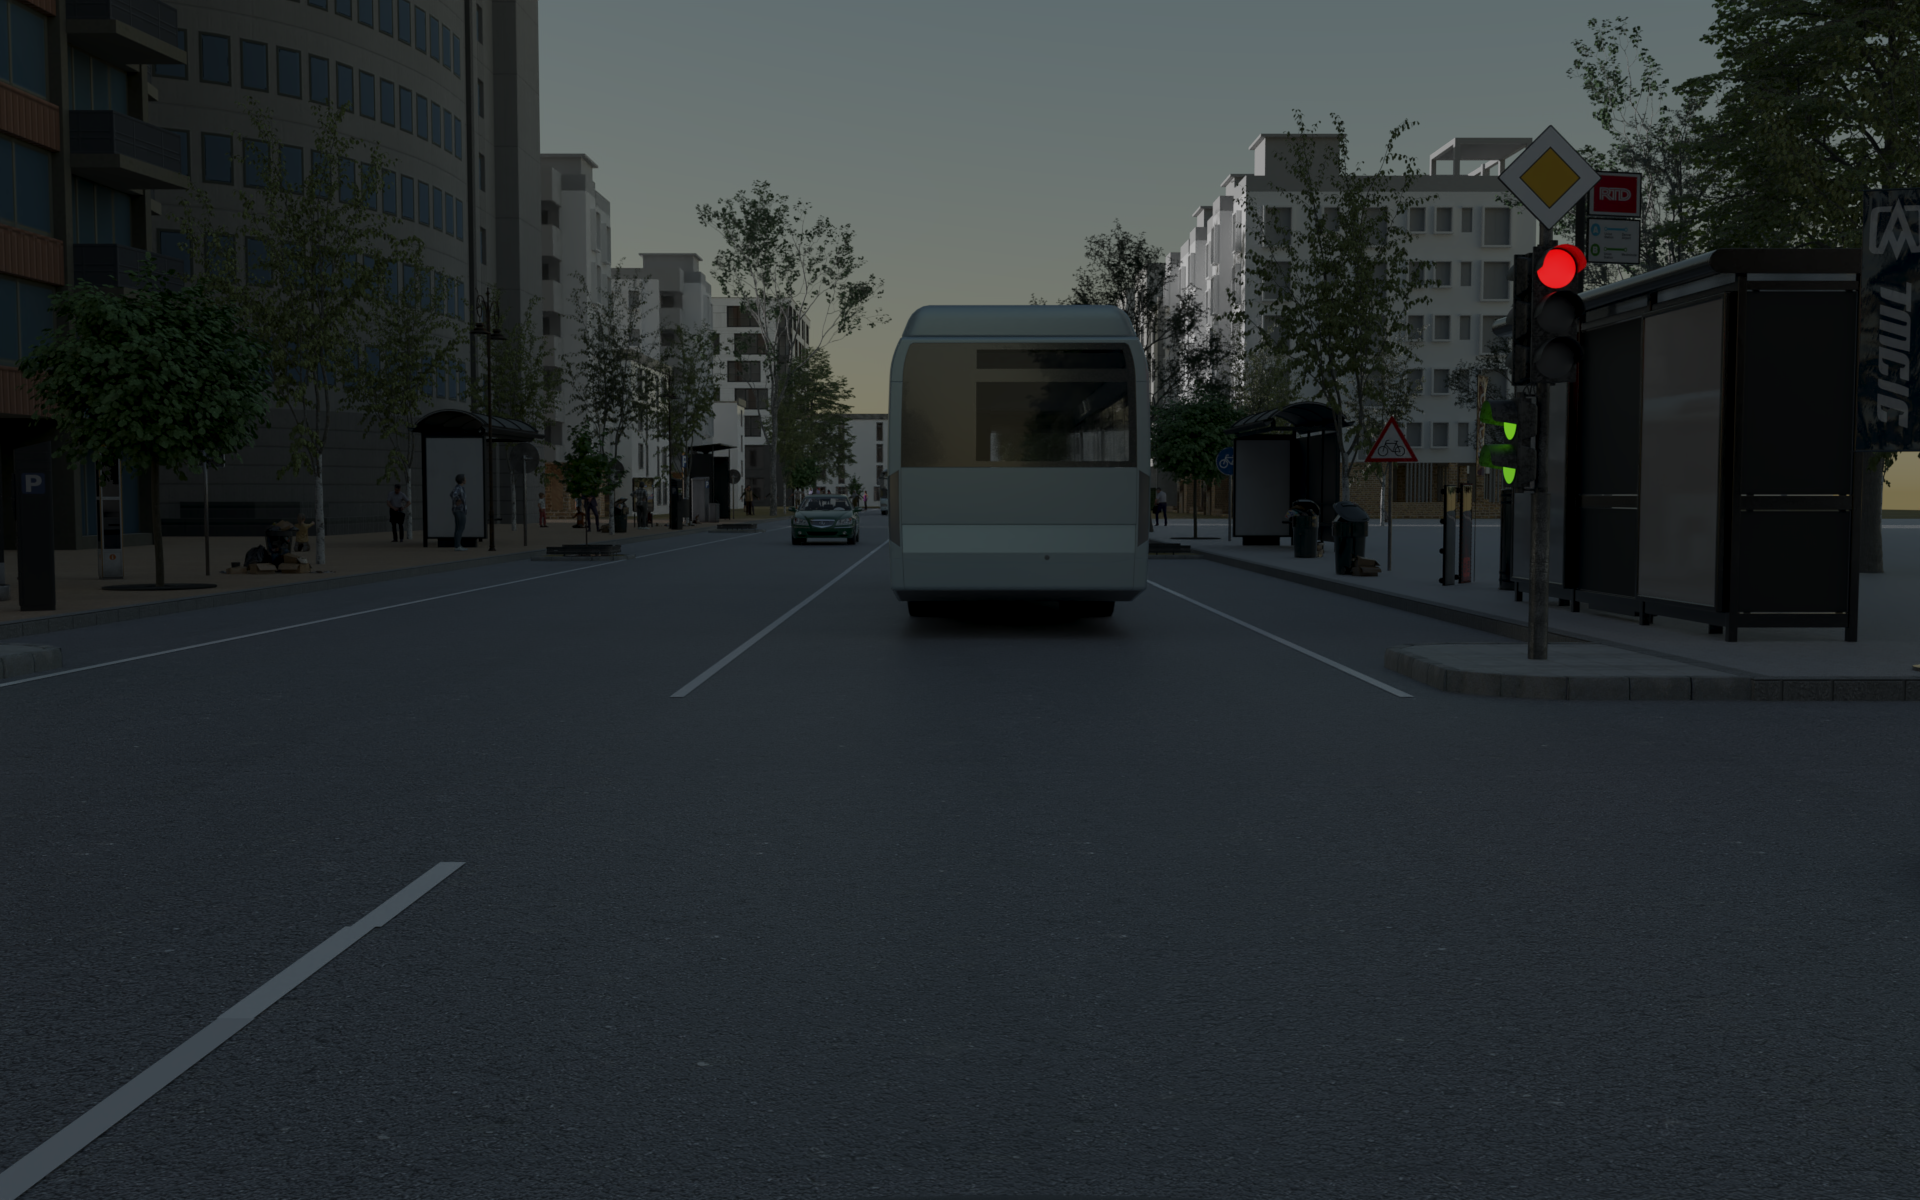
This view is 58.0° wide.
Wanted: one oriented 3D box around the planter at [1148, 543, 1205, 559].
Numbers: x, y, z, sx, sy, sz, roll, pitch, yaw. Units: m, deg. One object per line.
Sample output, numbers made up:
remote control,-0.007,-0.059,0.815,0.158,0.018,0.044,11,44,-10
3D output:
planter,4.398,-1.098,39.096,1.991,0.319,1.994,0,4,0

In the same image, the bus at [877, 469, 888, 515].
bus,-4.305,-7.766,121.835,2.948,3.499,13.247,0,4,-2

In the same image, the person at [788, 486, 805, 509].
person,-11.495,-7.126,122.557,1.348,1.824,0.705,-2,4,-25

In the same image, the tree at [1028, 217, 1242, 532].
tree,6.161,-7.585,58.434,7.601,10.594,8.767,3,5,44

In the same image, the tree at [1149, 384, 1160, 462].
tree,7.377,-11.230,100.619,9.611,12.733,9.660,0,3,0

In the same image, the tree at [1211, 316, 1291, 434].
tree,11.700,-7.339,70.363,4.360,8.622,3.978,0,3,0

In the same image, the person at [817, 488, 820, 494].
person,-12.276,-8.676,147.769,0.599,1.838,0.709,3,4,36

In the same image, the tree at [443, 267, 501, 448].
tree,-15.921,-6.035,49.039,4.737,8.622,4.395,0,3,0

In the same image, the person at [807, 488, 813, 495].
person,-13.504,-9.179,155.981,0.599,1.838,0.709,-3,5,-40

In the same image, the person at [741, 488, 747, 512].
person,-15.163,-7.110,123.081,0.721,1.735,1.217,2,4,32

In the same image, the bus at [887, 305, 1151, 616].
bus,0.620,-1.751,23.487,2.948,3.499,13.247,0,4,0

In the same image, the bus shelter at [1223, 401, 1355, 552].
bus shelter,7.590,-2.853,40.570,2.014,3.302,5.546,0,4,0

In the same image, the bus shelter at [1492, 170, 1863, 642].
bus shelter,7.435,-2.537,19.116,2.179,5.291,8.768,0,4,0

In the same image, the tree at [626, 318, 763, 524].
tree,-11.599,-7.461,72.343,4.737,8.622,4.395,0,3,0

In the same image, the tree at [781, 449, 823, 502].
tree,-11.670,-8.775,127.181,4.285,4.588,4.351,0,3,0

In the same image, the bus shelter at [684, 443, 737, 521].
bus shelter,-11.890,-5.604,82.911,1.731,3.624,6.357,0,4,0

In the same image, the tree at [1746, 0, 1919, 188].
tree,11.537,-4.235,19.608,4.737,8.622,4.395,0,3,0

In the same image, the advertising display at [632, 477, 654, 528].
advertising display,-12.206,-3.763,66.734,0.123,1.923,0.974,3,5,40

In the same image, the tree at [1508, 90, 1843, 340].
tree,22.321,-8.777,53.868,12.009,13.543,11.850,0,3,0

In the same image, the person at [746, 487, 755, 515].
person,-12.855,-6.075,105.817,0.683,1.767,0.568,0,4,7

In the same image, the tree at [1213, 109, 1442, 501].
tree,7.164,-5.033,32.656,4.737,8.622,4.395,0,3,0

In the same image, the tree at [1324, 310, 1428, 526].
tree,16.952,-7.297,69.660,4.360,8.622,3.978,0,3,0

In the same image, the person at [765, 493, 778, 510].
person,-15.507,-8.373,142.956,1.348,1.821,0.705,2,4,29

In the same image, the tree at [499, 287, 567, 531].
tree,-15.522,-6.704,59.981,4.737,8.622,4.395,0,3,0

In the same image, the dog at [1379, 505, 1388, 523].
dog,19.132,-3.898,78.114,0.513,0.831,0.800,1,4,17

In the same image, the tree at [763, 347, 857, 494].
tree,-11.658,-13.181,133.641,7.486,12.596,7.792,0,3,0

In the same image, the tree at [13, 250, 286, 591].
tree,-10.957,-2.436,23.550,4.285,4.588,4.351,0,3,0

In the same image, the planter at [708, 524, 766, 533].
planter,-8.334,-2.686,65.062,1.991,0.319,1.994,0,4,0

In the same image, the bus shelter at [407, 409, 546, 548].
bus shelter,-12.149,-3.062,43.983,2.014,3.302,5.546,0,4,0

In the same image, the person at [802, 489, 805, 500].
person,-12.431,-8.040,138.288,0.721,1.735,1.217,0,4,4

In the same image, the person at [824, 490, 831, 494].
person,-10.837,-8.224,141.974,0.593,1.643,0.415,0,4,-2

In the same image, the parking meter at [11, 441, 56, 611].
parking meter,-10.194,-0.815,19.041,0.399,1.863,0.255,-2,4,-30

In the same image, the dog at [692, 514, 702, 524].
dog,-11.254,-3.455,74.225,0.550,0.427,0.748,0,4,4

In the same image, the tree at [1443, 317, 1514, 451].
tree,28.158,-9.172,84.380,8.767,10.594,7.601,-1,4,-13

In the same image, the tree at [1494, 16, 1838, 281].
tree,27.623,-13.120,70.402,12.611,20.169,13.585,0,3,0

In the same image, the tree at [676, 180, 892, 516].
tree,-10.458,-15.111,102.962,12.611,20.169,13.585,0,3,0

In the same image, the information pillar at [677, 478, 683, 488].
information pillar,-12.885,-4.584,79.435,0.304,2.012,0.304,1,4,9

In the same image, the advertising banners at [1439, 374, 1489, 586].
advertising banners,7.260,-1.754,24.862,0.090,3.025,2.074,2,4,33

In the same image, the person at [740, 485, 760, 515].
person,-12.646,-5.975,103.837,1.348,1.812,0.705,-3,4,-36

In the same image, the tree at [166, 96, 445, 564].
tree,-11.944,-4.956,31.400,4.737,8.622,4.395,0,3,0

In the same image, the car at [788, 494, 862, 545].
car,-3.890,-2.363,50.439,2.131,1.459,4.920,0,4,-1

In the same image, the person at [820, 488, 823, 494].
person,-12.282,-8.981,152.885,0.705,1.823,1.348,0,4,-8

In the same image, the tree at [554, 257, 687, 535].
tree,-10.935,-6.385,54.756,4.360,8.622,3.978,0,3,0

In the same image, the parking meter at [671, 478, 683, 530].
parking meter,-10.171,-3.457,62.240,0.399,1.863,0.255,3,4,36

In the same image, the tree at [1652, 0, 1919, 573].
tree,14.951,-6.690,27.501,7.486,12.596,7.792,0,3,0

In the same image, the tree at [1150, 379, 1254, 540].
tree,6.812,-4.018,49.414,4.285,4.588,4.351,0,3,0

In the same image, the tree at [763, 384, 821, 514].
tree,-11.311,-10.002,113.899,4.737,8.622,4.395,0,3,0

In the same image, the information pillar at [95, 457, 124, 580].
information pillar,-12.807,-1.320,26.070,0.304,2.012,0.304,-3,4,-37
